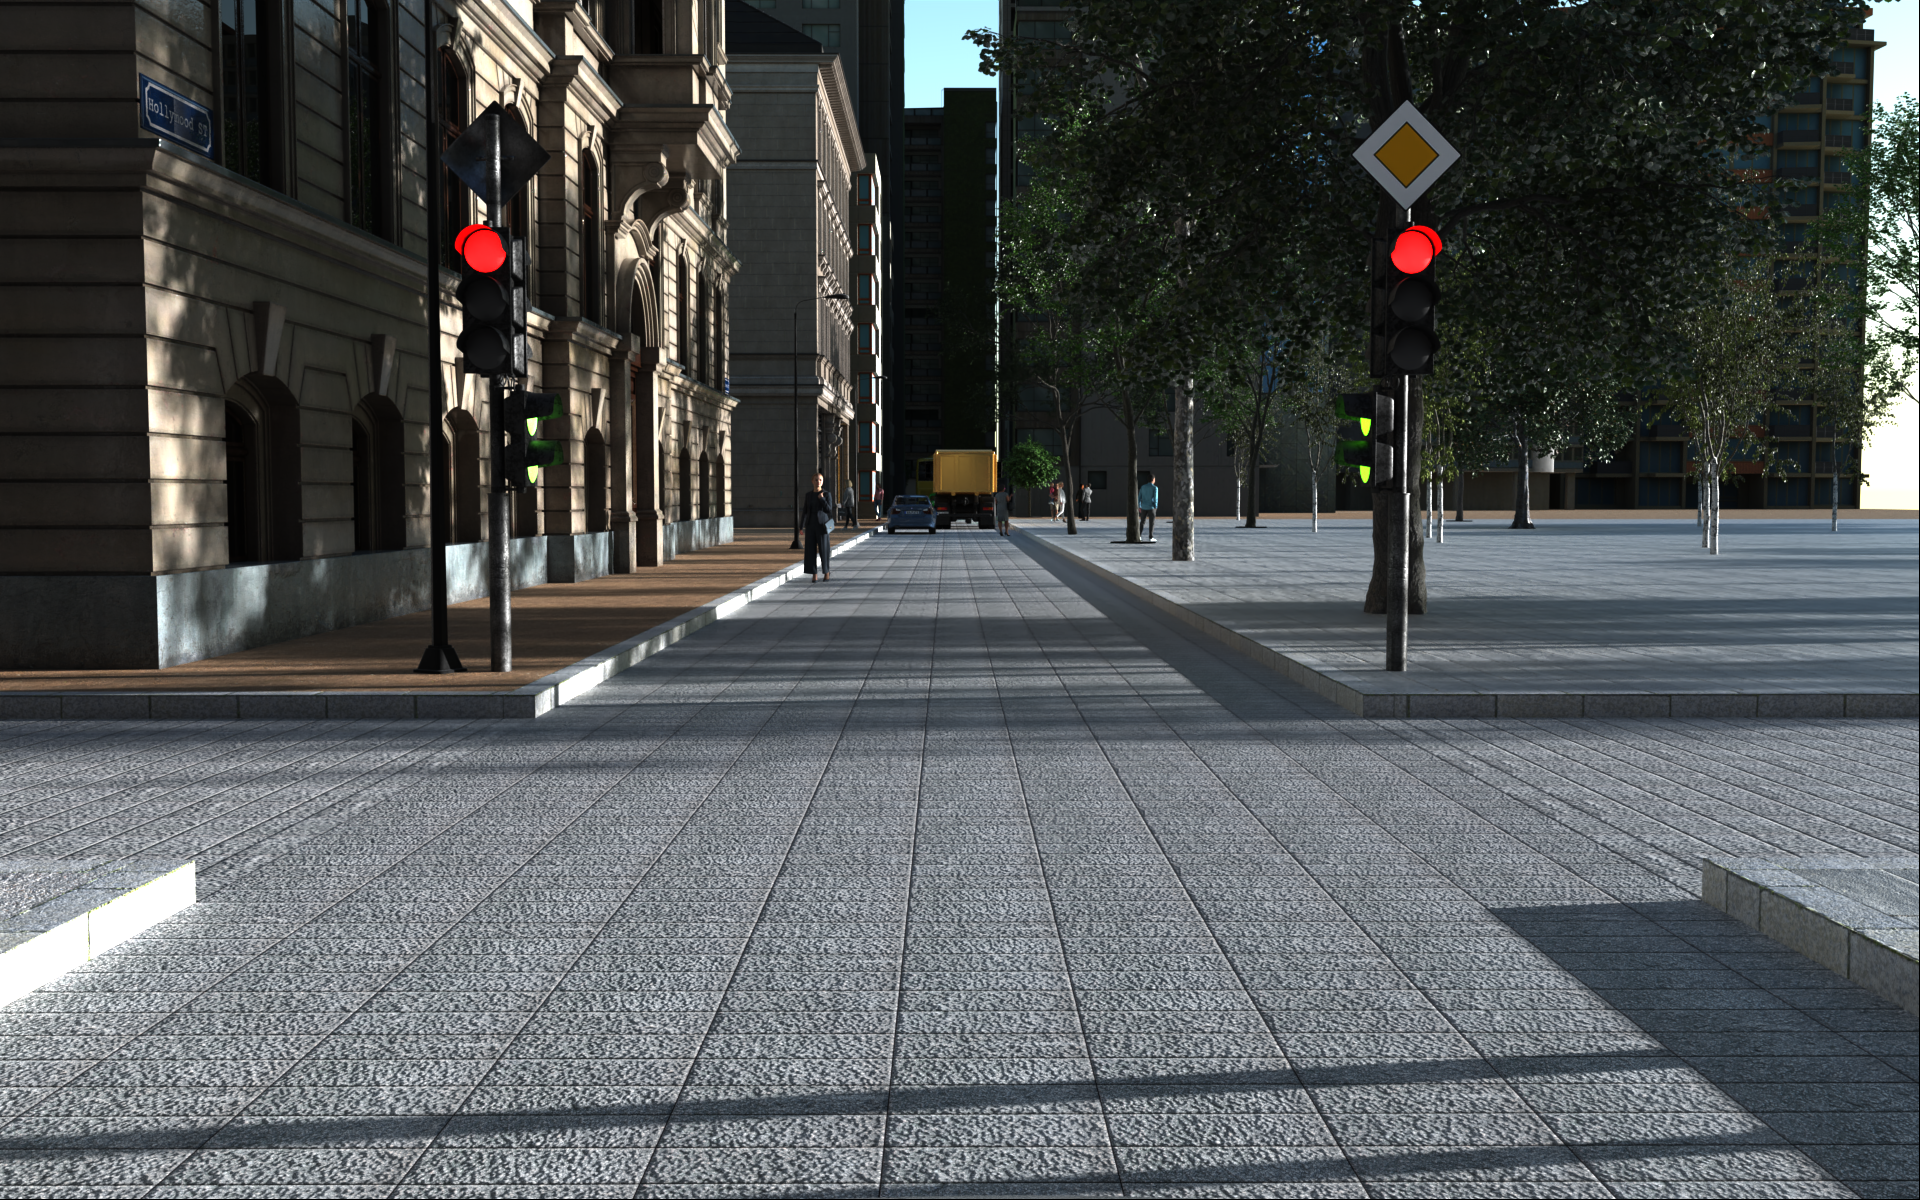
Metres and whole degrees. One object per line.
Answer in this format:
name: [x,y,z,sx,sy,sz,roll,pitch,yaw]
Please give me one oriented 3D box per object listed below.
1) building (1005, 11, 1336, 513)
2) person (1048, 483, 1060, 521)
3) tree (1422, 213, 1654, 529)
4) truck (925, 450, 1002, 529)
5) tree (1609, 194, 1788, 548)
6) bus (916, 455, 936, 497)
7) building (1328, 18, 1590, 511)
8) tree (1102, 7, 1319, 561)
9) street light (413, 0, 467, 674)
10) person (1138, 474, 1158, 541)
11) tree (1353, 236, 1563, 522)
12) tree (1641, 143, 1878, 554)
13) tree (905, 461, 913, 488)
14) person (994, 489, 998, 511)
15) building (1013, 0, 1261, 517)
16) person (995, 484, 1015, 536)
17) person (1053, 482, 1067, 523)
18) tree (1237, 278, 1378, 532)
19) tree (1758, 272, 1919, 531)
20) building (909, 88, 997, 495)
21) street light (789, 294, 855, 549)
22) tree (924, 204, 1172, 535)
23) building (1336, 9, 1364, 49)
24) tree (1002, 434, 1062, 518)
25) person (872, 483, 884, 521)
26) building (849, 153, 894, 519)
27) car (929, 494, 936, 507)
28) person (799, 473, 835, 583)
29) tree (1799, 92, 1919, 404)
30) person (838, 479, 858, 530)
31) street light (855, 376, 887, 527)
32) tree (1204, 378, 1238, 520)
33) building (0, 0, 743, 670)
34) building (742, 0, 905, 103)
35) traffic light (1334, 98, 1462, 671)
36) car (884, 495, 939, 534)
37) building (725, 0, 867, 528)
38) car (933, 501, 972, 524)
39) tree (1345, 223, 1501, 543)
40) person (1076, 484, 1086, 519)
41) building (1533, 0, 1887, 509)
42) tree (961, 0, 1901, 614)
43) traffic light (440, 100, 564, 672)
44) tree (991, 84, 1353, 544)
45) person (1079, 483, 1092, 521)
building: [14.967,-49.703,125.316,22.319,86.520,31.000,0,4,0]
person: [4.508,-4.714,83.084,0.580,1.828,0.573,-2,4,-33]
tree: [20.860,-8.989,63.986,9.611,12.733,9.660,0,3,0]
truck: [0.180,-4.793,74.285,3.469,3.379,9.791,0,4,0]
tree: [17.676,-5.561,41.284,4.737,8.622,4.395,0,3,0]
bus: [-1.206,-7.110,107.798,2.896,3.916,12.252,0,4,1]
building: [38.170,-27.852,147.265,23.993,40.220,32.217,0,4,0]
tree: [5.687,-10.790,32.309,12.611,20.169,13.585,0,3,0]
street light: [-3.210,-2.433,12.318,1.470,5.913,1.316,0,4,0]
person: [5.088,-2.516,47.197,0.660,1.820,0.620,2,4,33]
tree: [23.512,-10.413,80.618,12.009,13.543,11.850,0,3,0]
tree: [16.057,-5.260,36.367,4.360,8.622,3.978,0,3,0]
tree: [-5.399,-9.589,140.493,4.285,4.588,4.351,0,3,0]
person: [2.854,-7.636,131.624,0.721,1.736,1.217,2,4,26]
building: [10.135,-20.346,104.352,14.160,30.474,14.107,0,4,0]
person: [1.567,-3.075,59.135,0.716,1.782,0.532,2,4,27]
person: [4.485,-4.393,77.752,0.818,1.842,0.514,-2,4,-24]
tree: [12.022,-6.582,57.974,4.360,8.622,3.978,0,3,0]
tree: [30.498,-6.684,59.644,4.360,8.622,3.978,0,3,0]
building: [-3.329,-30.240,178.015,14.086,41.232,14.154,0,4,0]
street light: [-3.276,-4.145,40.310,1.470,5.913,1.316,0,4,0]
tree: [3.341,-7.375,55.002,7.601,10.594,8.767,3,5,45]
building: [35.499,-45.374,180.123,20.611,71.187,20.563,0,4,0]
tree: [3.743,-6.804,94.961,4.285,4.588,4.351,0,3,0]
person: [-3.886,-4.636,81.845,0.555,1.821,0.388,1,4,20]
building: [-18.192,-15.744,102.454,27.650,21.520,28.899,0,4,0]
car: [-1.012,-5.297,95.409,1.959,1.807,4.718,0,4,1]
person: [-2.330,-1.177,28.171,0.576,1.772,0.534,0,4,-4]
tree: [25.749,-7.278,44.746,9.928,11.665,9.643,0,3,0]
person: [-3.941,-3.354,61.067,0.728,1.800,0.709,1,4,22]
street light: [-3.566,-5.847,68.138,1.470,5.913,1.316,0,4,0]
tree: [13.926,-8.235,85.003,4.360,8.622,3.978,0,3,0]
building: [-11.125,-12.825,28.780,14.460,24.649,34.723,0,4,0]
building: [-11.108,-26.896,123.351,14.154,41.232,14.086,0,4,0]
traffic light: [3.156,-1.441,12.485,0.839,4.253,0.868,0,4,0]
car: [-1.757,-3.129,63.164,2.014,1.417,4.499,0,4,-2]
building: [-9.781,-13.184,66.475,10.553,20.767,40.483,0,4,0]
car: [-0.341,-4.683,85.363,1.959,1.807,4.718,0,4,-1]
tree: [12.452,-5.817,45.476,4.737,8.622,4.395,0,3,0]
person: [6.373,-5.169,90.586,0.705,1.821,1.348,-2,4,-26]
building: [64.563,-30.470,152.812,28.867,44.769,22.147,0,4,0]
tree: [4.847,-6.833,18.380,9.857,13.997,8.962,0,3,0]
traffic light: [-3.305,-1.438,12.427,0.839,4.253,0.868,0,4,0]
tree: [4.367,-7.281,44.795,9.928,11.665,9.643,0,3,0]
person: [6.029,-4.696,83.000,0.592,1.802,0.473,-1,4,-19]
